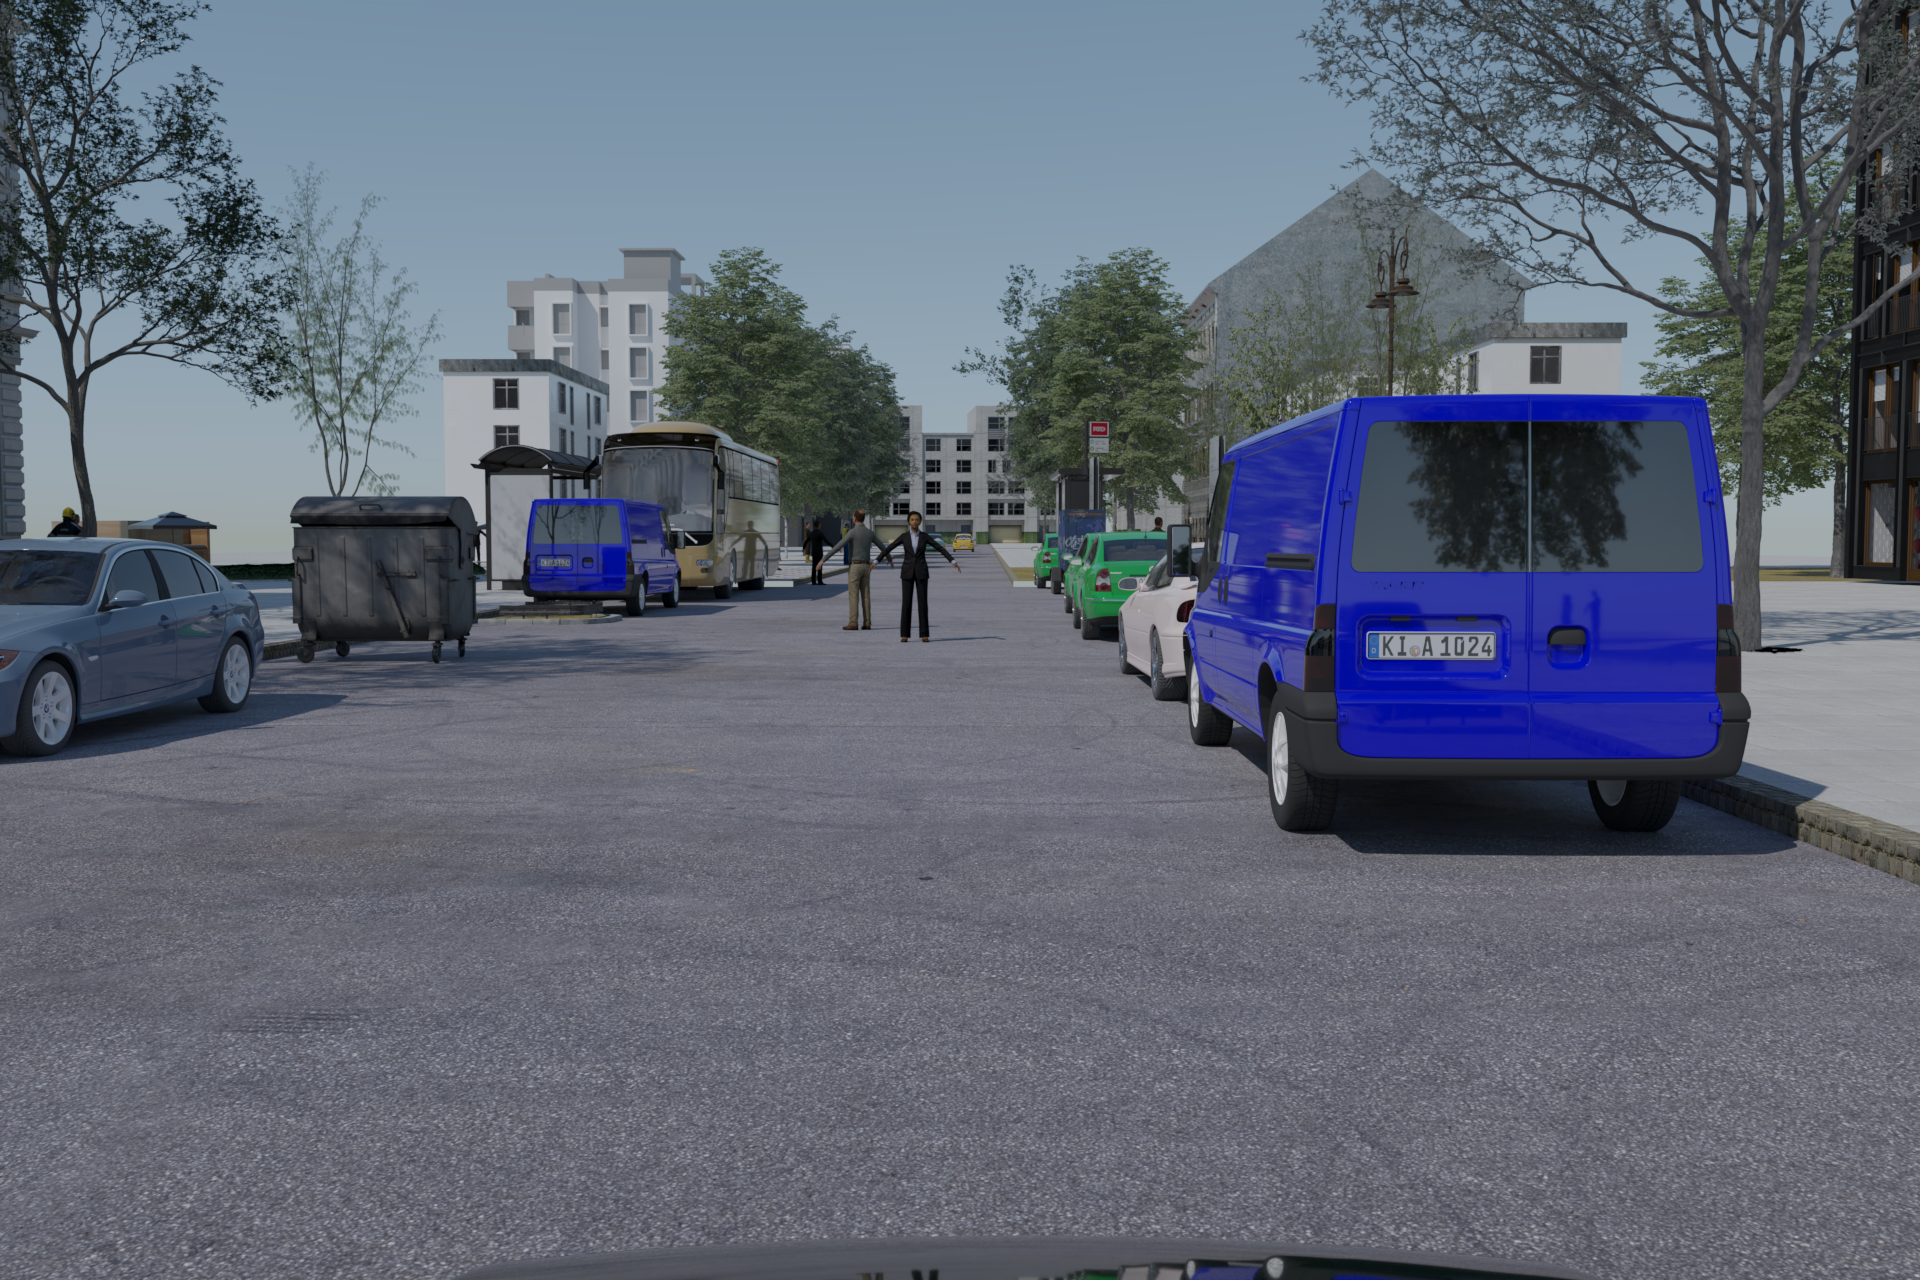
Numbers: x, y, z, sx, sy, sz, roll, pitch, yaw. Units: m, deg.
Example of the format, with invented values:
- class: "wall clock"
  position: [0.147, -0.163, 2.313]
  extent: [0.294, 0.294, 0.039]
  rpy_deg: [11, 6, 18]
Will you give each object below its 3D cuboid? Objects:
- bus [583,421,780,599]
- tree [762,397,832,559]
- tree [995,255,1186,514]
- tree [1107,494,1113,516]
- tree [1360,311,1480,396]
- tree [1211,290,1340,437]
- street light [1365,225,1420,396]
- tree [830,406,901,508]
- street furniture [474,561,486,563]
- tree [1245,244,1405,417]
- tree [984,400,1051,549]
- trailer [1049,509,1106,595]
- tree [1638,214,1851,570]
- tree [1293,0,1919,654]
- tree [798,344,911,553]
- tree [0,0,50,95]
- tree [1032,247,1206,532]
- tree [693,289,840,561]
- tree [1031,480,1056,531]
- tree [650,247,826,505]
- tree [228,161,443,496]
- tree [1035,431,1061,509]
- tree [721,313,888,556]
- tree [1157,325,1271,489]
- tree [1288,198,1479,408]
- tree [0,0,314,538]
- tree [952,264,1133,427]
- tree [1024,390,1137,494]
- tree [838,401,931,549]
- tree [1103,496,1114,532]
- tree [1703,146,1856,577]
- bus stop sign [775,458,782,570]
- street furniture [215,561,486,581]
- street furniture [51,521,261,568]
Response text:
- class: "bus"
  position: [-6.235, -3.057, 41.526]
  extent: [2.896, 3.916, 12.252]
  rpy_deg: [0, 4, 0]
- class: "tree"
  position: [-9.263, -8.529, 89.809]
  extent: [4.360, 8.622, 3.978]
  rpy_deg: [0, 3, 0]
- class: "tree"
  position: [6.288, -10.661, 80.968]
  extent: [9.857, 13.997, 8.962]
  rpy_deg: [0, 3, 0]
- class: "tree"
  position: [23.066, -17.977, 244.281]
  extent: [4.360, 8.622, 3.978]
  rpy_deg: [0, 3, 0]
- class: "tree"
  position: [15.072, -6.490, 56.477]
  extent: [4.737, 8.622, 4.395]
  rpy_deg: [0, 3, 0]
- class: "tree"
  position: [9.803, -6.293, 53.253]
  extent: [4.737, 8.622, 4.395]
  rpy_deg: [0, 3, 0]
- class: "street light"
  position: [6.526, -3.272, 26.289]
  extent: [0.468, 5.910, 1.993]
  rpy_deg: [0, 4, 1]
- class: "tree"
  position: [-8.269, -12.856, 135.953]
  extent: [9.928, 11.665, 9.643]
  rpy_deg: [0, 3, 0]
- class: "street furniture"
  position: [-12.755, -3.652, 66.557]
  extent: [11.010, 1.723, 9.812]
  rpy_deg: [-1, 4, -20]
- class: "tree"
  position: [9.081, -5.783, 44.910]
  extent: [4.360, 8.622, 3.978]
  rpy_deg: [0, 3, 0]
- class: "tree"
  position: [7.470, -14.812, 152.545]
  extent: [12.009, 13.543, 11.850]
  rpy_deg: [0, 3, 0]
- class: "trailer"
  position: [2.904, -2.142, 42.064]
  extent: [1.471, 1.999, 3.904]
  rpy_deg: [0, 3, 0]
- class: "tree"
  position: [28.191, -8.806, 62.100]
  extent: [7.486, 12.596, 7.792]
  rpy_deg: [0, 3, 0]
- class: "tree"
  position: [8.785, -6.627, 18.720]
  extent: [12.009, 13.543, 11.850]
  rpy_deg: [0, 3, 0]
- class: "tree"
  position: [-7.715, -12.841, 116.610]
  extent: [9.857, 13.997, 8.962]
  rpy_deg: [0, 3, 0]
- class: "tree"
  position: [-12.512, -6.333, 13.908]
  extent: [12.009, 13.543, 11.850]
  rpy_deg: [0, 3, 0]
- class: "tree"
  position: [6.494, -9.233, 69.092]
  extent: [7.486, 12.596, 7.792]
  rpy_deg: [0, 3, 0]
- class: "tree"
  position: [-8.919, -9.941, 80.664]
  extent: [7.486, 12.596, 7.792]
  rpy_deg: [0, 3, 0]
- class: "tree"
  position: [7.917, -11.378, 136.387]
  extent: [4.360, 8.622, 3.978]
  rpy_deg: [0, 3, 0]
- class: "tree"
  position: [-8.877, -9.212, 68.749]
  extent: [7.486, 12.596, 7.792]
  rpy_deg: [0, 3, 0]
- class: "tree"
  position: [-12.595, -5.174, 34.959]
  extent: [4.360, 8.622, 3.978]
  rpy_deg: [0, 3, 0]
- class: "tree"
  position: [6.710, -9.774, 110.170]
  extent: [4.360, 8.622, 3.978]
  rpy_deg: [0, 3, 0]
- class: "tree"
  position: [-8.883, -11.809, 99.735]
  extent: [9.857, 13.997, 8.962]
  rpy_deg: [0, 3, 0]
- class: "tree"
  position: [9.193, -6.746, 60.660]
  extent: [4.360, 8.622, 3.978]
  rpy_deg: [0, 3, 0]
- class: "tree"
  position: [8.916, -5.264, 36.428]
  extent: [4.360, 8.622, 3.978]
  rpy_deg: [0, 3, 0]
- class: "tree"
  position: [-13.168, -5.567, 25.429]
  extent: [7.601, 10.594, 8.767]
  rpy_deg: [-1, 4, -9]
- class: "tree"
  position: [6.247, -16.305, 122.480]
  extent: [12.611, 20.169, 13.585]
  rpy_deg: [0, 3, 0]
- class: "tree"
  position: [7.123, -10.132, 100.063]
  extent: [7.601, 10.594, 8.767]
  rpy_deg: [-3, 4, -39]
- class: "tree"
  position: [-7.661, -14.622, 149.435]
  extent: [12.009, 13.543, 11.850]
  rpy_deg: [0, 3, 0]
- class: "tree"
  position: [20.877, -17.608, 238.252]
  extent: [4.737, 8.622, 4.395]
  rpy_deg: [0, 3, 0]
- class: "tree"
  position: [25.833, -8.151, 51.393]
  extent: [7.486, 12.596, 7.792]
  rpy_deg: [0, 3, 0]
- class: "bus stop sign"
  position: [-6.711, -4.425, 61.058]
  extent: [0.855, 3.939, 0.416]
  rpy_deg: [0, 4, 1]
- class: "street furniture"
  position: [-17.941, -2.204, 51.660]
  extent: [5.734, 0.657, 10.072]
  rpy_deg: [1, 4, 14]
- class: "street furniture"
  position: [-29.683, -3.260, 60.151]
  extent: [9.812, 1.723, 11.010]
  rpy_deg: [3, 4, 36]
